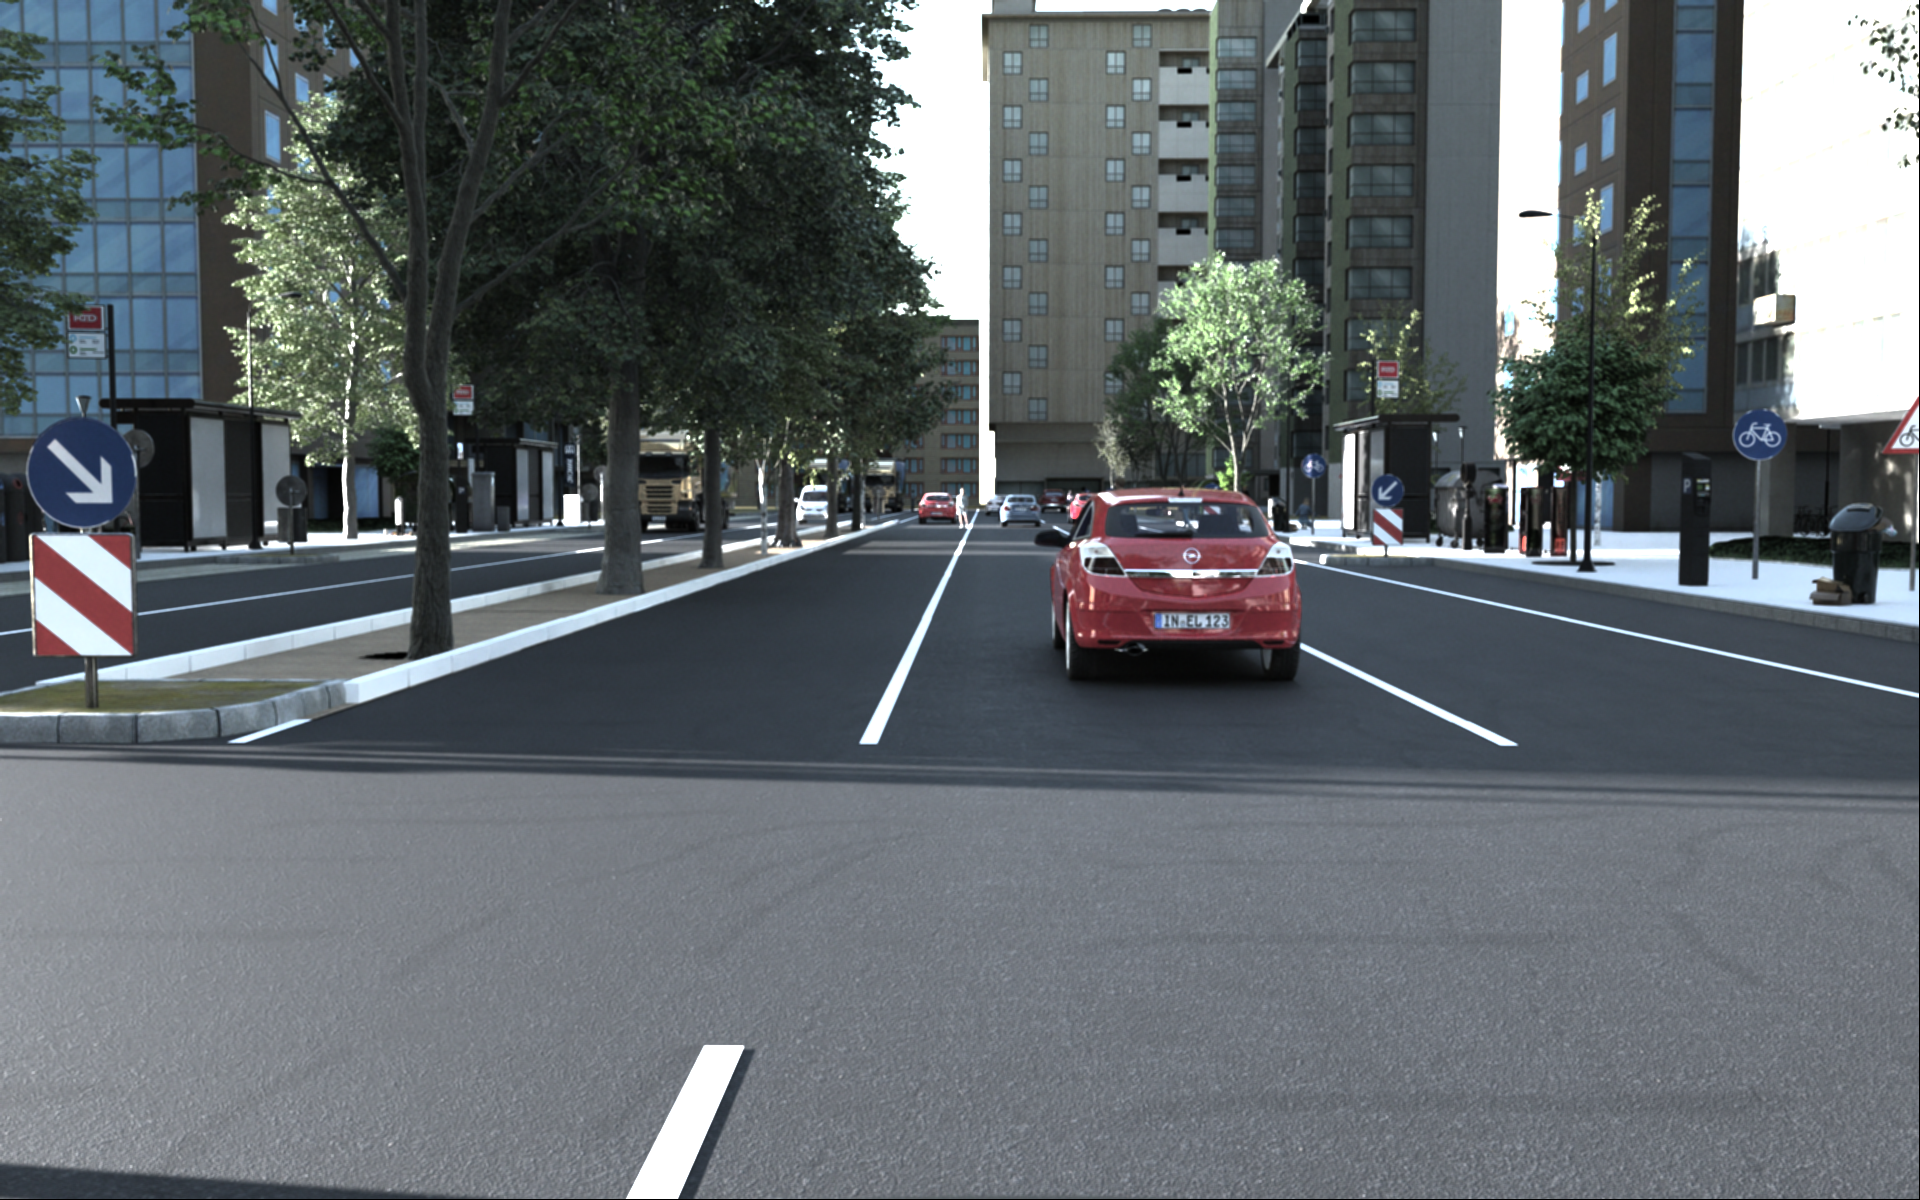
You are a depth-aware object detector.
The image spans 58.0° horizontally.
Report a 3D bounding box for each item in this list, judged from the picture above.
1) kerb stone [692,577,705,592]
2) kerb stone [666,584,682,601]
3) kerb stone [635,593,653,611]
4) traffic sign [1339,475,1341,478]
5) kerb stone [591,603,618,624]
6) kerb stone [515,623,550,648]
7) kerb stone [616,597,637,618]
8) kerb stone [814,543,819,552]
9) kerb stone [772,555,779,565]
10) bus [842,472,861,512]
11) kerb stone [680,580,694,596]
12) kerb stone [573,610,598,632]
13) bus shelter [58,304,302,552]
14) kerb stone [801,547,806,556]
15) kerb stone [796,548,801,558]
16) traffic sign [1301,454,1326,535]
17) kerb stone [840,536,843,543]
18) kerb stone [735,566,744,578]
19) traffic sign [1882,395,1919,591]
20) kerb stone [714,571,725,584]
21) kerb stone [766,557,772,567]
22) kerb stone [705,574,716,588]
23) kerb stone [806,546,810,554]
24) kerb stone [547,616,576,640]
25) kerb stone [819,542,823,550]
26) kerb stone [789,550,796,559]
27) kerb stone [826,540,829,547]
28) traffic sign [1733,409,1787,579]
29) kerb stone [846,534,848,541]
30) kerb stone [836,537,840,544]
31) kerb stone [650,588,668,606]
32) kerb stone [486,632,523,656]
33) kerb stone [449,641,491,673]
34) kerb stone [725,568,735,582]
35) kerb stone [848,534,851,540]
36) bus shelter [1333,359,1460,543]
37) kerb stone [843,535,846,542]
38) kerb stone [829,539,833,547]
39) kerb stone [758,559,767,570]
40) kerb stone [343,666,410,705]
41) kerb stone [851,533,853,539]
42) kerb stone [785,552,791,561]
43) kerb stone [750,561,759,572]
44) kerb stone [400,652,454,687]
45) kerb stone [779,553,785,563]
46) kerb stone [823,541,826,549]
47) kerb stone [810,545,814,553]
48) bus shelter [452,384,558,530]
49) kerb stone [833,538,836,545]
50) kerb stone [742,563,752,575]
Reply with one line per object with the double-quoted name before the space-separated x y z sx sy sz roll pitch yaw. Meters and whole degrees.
"kerb stone" -3.942 -0.208 25.595 0.120 0.150 1.000 0 4 1
"kerb stone" -3.970 -0.083 23.550 0.120 0.150 1.000 0 4 1
"kerb stone" -3.999 0.045 21.504 0.120 0.150 1.000 0 4 1
"traffic sign" 12.828 -3.464 56.636 0.884 2.594 0.081 0 4 1
"kerb stone" -4.033 0.168 19.451 0.120 0.150 1.000 0 4 1
"kerb stone" -4.087 0.356 16.379 0.120 0.150 1.000 0 4 1
"kerb stone" -4.014 0.105 20.475 0.120 0.150 1.000 0 4 1
"kerb stone" -3.686 -1.273 43.028 0.120 0.150 1.000 0 4 1
"kerb stone" -3.807 -0.770 34.826 0.120 0.150 1.000 0 4 1
"bus" -9.811 -9.000 142.014 2.948 3.499 13.247 0 4 1
"kerb stone" -3.955 -0.145 24.572 0.120 0.150 1.000 0 4 1
"kerb stone" -4.047 0.237 18.427 0.120 0.150 1.000 0 4 1
"bus shelter" -17.748 -3.776 39.365 2.179 5.291 8.768 0 4 1
"kerb stone" -3.727 -1.086 39.944 0.120 0.150 1.000 0 4 1
"kerb stone" -3.748 -1.023 38.914 0.120 0.150 1.000 0 4 1
"traffic sign" 11.149 -3.336 54.657 0.768 2.556 0.104 0 4 5
"kerb stone" -3.577 -1.713 50.213 0.120 0.150 1.000 0 4 1
"kerb stone" -3.882 -0.453 29.699 0.120 0.150 1.000 0 4 1
"traffic sign" 12.623 -1.400 22.889 0.884 2.594 0.081 0 4 8
"kerb stone" -3.920 -0.333 27.648 0.120 0.150 1.000 0 4 1
"kerb stone" -3.833 -0.707 33.799 0.120 0.150 1.000 0 4 1
"kerb stone" -3.925 -0.268 26.617 0.120 0.150 1.000 0 4 1
"kerb stone" -3.715 -1.146 40.967 0.120 0.150 1.000 0 4 1
"kerb stone" -4.061 0.293 17.403 0.120 0.150 1.000 0 4 1
"kerb stone" -3.667 -1.332 44.056 0.120 0.150 1.000 0 4 1
"kerb stone" -3.766 -0.960 37.892 0.120 0.150 1.000 0 4 1
"kerb stone" -3.652 -1.462 46.100 0.120 0.150 1.000 0 4 1
"traffic sign" 12.004 -1.588 26.071 0.768 2.556 0.104 1 4 10
"kerb stone" -3.545 -1.839 52.270 0.120 0.150 1.000 0 4 1
"kerb stone" -3.593 -1.651 49.181 0.120 0.150 1.000 0 4 1
"kerb stone" -3.987 -0.018 22.526 0.120 0.150 1.000 0 4 1
"kerb stone" -4.088 0.418 15.357 0.120 0.150 1.000 0 4 1
"kerb stone" -4.103 0.481 14.335 0.120 0.150 1.000 0 4 1
"kerb stone" -3.898 -0.394 28.674 0.120 0.150 1.000 0 4 1
"kerb stone" -3.532 -1.902 53.295 0.120 0.150 1.000 0 4 1
"bus shelter" 12.054 -4.394 49.471 2.179 5.291 8.768 0 4 1
"kerb stone" -3.560 -1.774 51.245 0.120 0.150 1.000 0 4 1
"kerb stone" -3.628 -1.525 47.131 0.120 0.150 1.000 0 4 1
"kerb stone" -3.833 -0.647 32.773 0.120 0.150 1.000 0 4 1
"kerb stone" -4.143 0.608 12.283 0.120 0.150 1.000 0 4 1
"kerb stone" -3.520 -1.965 54.321 0.120 0.150 1.000 0 4 1
"kerb stone" -3.775 -0.898 36.870 0.120 0.150 1.000 0 4 1
"kerb stone" -3.860 -0.582 31.744 0.120 0.150 1.000 0 4 1
"kerb stone" -4.123 0.543 13.313 0.120 0.150 1.000 0 4 1
"kerb stone" -3.801 -0.835 35.848 0.120 0.150 1.000 0 4 1
"kerb stone" -3.654 -1.394 45.078 0.120 0.150 1.000 0 4 1
"kerb stone" -3.705 -1.211 41.999 0.120 0.150 1.000 0 4 1
"bus shelter" -17.430 -5.410 66.082 2.179 5.291 8.768 0 4 1
"kerb stone" -3.608 -1.587 48.159 0.120 0.150 1.000 0 4 1
"kerb stone" -3.868 -0.514 30.721 0.120 0.150 1.000 0 4 1
